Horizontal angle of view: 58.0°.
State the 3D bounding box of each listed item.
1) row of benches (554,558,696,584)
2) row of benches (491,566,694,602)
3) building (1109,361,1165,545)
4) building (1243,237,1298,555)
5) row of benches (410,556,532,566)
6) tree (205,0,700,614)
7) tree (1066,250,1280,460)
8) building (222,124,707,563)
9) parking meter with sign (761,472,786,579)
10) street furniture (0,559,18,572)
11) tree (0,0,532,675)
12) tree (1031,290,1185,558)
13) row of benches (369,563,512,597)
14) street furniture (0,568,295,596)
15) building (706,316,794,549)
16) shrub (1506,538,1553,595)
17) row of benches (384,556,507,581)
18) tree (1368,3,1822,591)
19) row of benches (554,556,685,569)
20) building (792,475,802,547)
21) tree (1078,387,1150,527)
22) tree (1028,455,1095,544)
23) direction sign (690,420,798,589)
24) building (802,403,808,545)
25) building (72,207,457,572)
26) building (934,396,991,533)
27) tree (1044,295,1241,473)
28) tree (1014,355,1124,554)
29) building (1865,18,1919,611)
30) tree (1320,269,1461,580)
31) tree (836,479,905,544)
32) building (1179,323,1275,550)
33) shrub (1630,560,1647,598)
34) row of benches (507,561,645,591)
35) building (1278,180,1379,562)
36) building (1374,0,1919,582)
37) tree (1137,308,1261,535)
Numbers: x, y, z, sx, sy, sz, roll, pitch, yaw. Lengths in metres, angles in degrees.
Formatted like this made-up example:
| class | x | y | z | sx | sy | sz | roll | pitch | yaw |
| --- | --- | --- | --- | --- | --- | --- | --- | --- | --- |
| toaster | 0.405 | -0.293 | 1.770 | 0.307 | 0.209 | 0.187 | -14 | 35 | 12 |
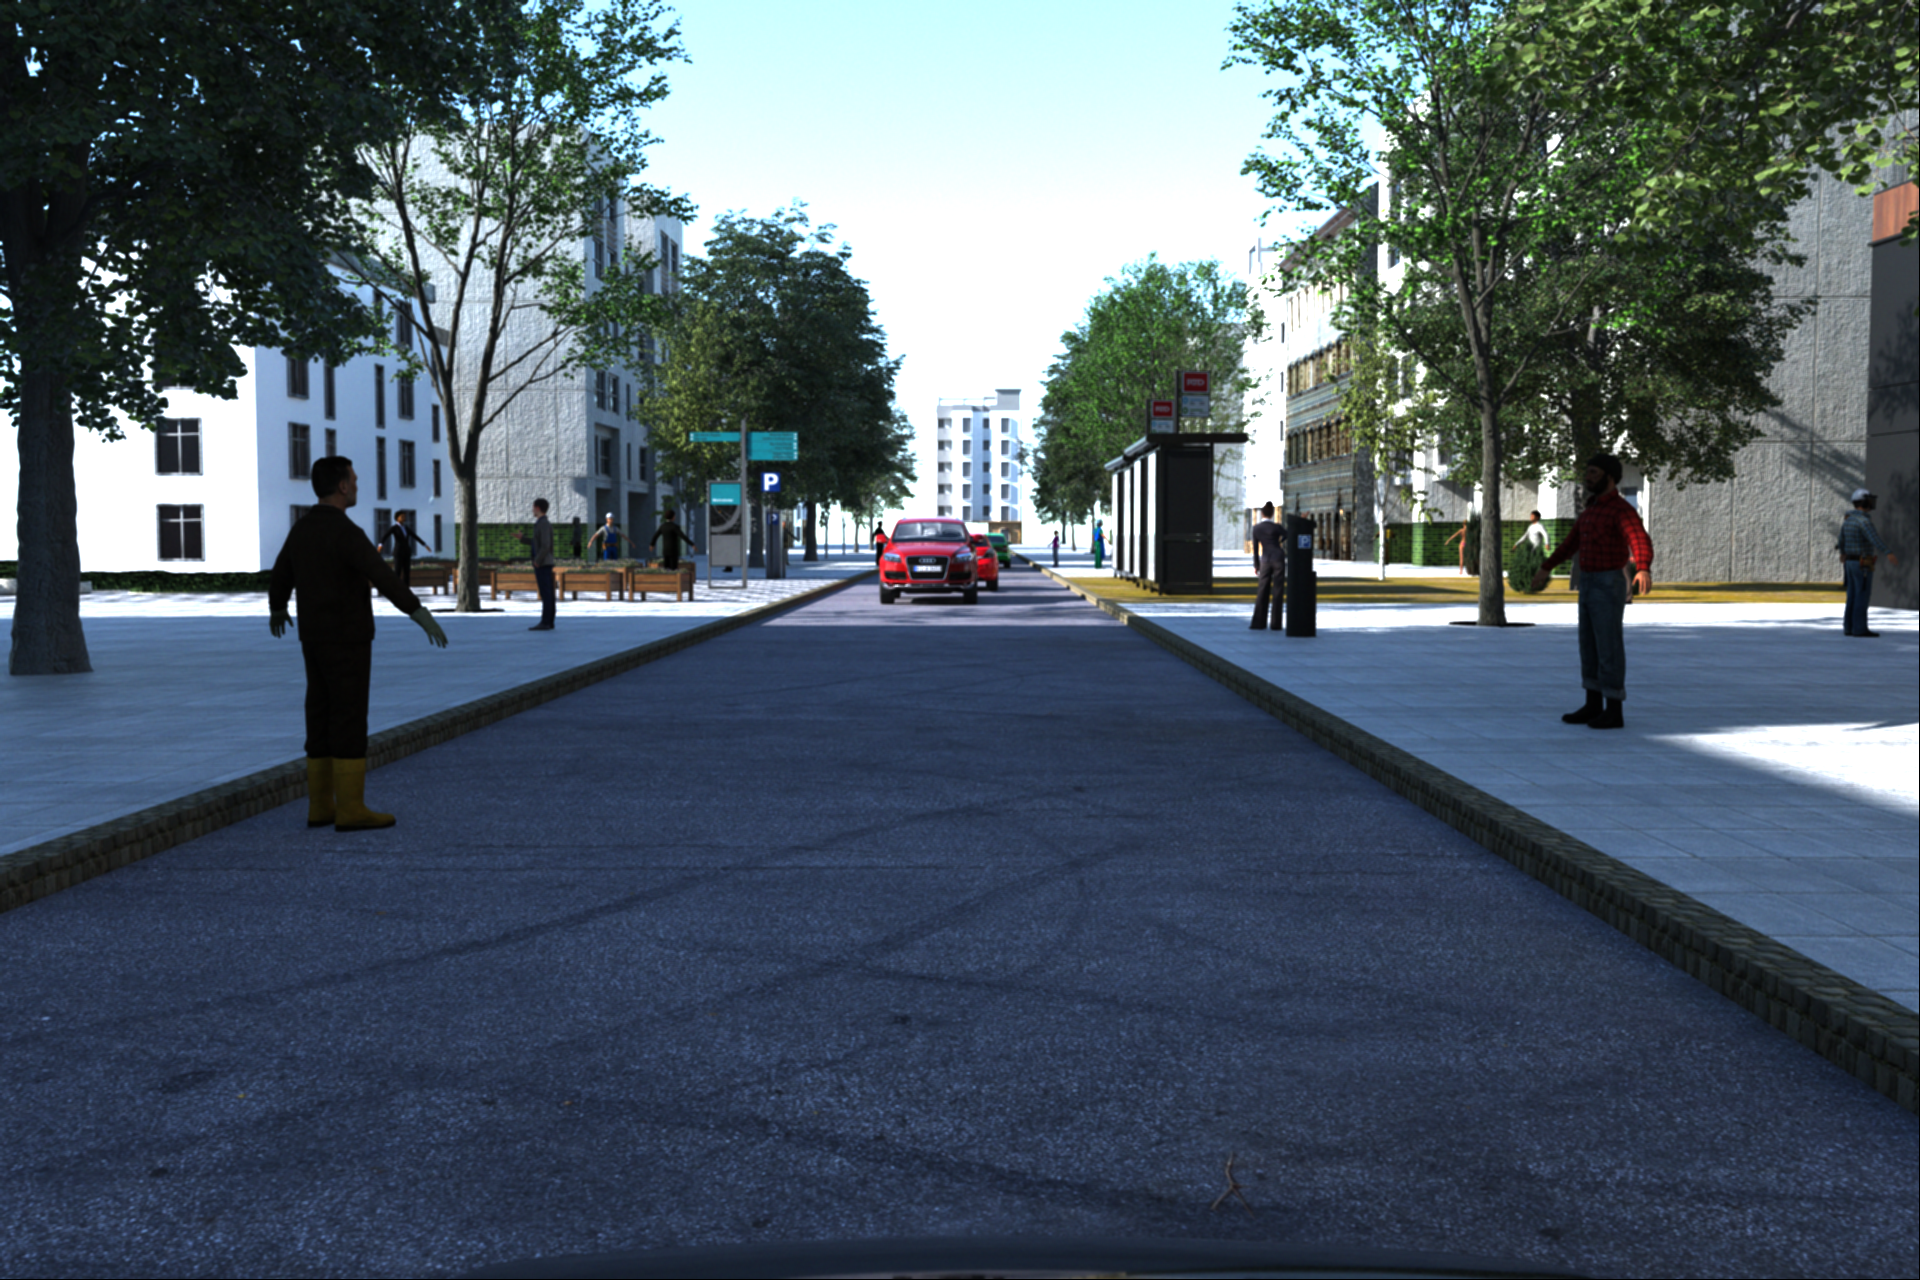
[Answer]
| class | x | y | z | sx | sy | sz | roll | pitch | yaw |
| --- | --- | --- | --- | --- | --- | --- | --- | --- | --- |
| row of benches | -8.743 | -1.747 | 44.033 | 4.104 | 0.672 | 1.422 | -2 | 4 | -32 |
| row of benches | -7.169 | -1.093 | 33.340 | 4.104 | 0.672 | 1.422 | 1 | 4 | 14 |
| building | 25.732 | -19.541 | 185.948 | 16.747 | 18.905 | 31.486 | 0 | 4 | 0 |
| building | 23.535 | -15.598 | 111.441 | 16.016 | 20.090 | 11.380 | 0 | 4 | 1 |
| row of benches | -13.819 | -2.092 | 49.660 | 4.104 | 0.672 | 1.422 | -1 | 4 | -10 |
| tree | -8.095 | -6.255 | 28.032 | 9.928 | 11.665 | 9.643 | 0 | 3 | 0 |
| tree | 7.672 | -8.357 | 62.386 | 9.928 | 11.665 | 9.643 | 0 | 3 | 0 |
| building | -24.289 | -13.723 | 90.823 | 16.747 | 18.905 | 31.486 | 0 | 4 | 1 |
| parking meter with sign | -5.317 | -3.277 | 49.835 | 0.543 | 3.016 | 1.738 | 0 | 4 | 2 |
| street furniture | -31.441 | -2.194 | 51.506 | 5.734 | 0.657 | 10.072 | 0 | 4 | -1 |
| tree | -8.561 | -6.669 | 15.695 | 9.857 | 13.997 | 8.962 | 0 | 3 | 0 |
| tree | 8.446 | -11.356 | 92.326 | 9.857 | 13.997 | 8.962 | 0 | 3 | 0 |
| row of benches | -11.450 | -1.277 | 36.337 | 4.104 | 0.672 | 1.422 | -3 | 5 | -40 |
| street furniture | -18.931 | -1.419 | 38.820 | 10.072 | 0.657 | 5.734 | -1 | 4 | -23 |
| building | -25.286 | -19.815 | 154.911 | 19.493 | 23.208 | 18.063 | 0 | 4 | 2 |
| shrub | 12.064 | -1.563 | 36.680 | 1.383 | 1.207 | 1.383 | 0 | 3 | 0 |
| row of benches | -14.028 | -1.904 | 46.585 | 4.104 | 0.672 | 1.422 | -3 | 5 | -43 |
| tree | 14.157 | -8.105 | 39.164 | 9.857 | 13.997 | 8.962 | 0 | 3 | 0 |
| row of benches | -9.791 | -2.095 | 49.720 | 4.104 | 0.672 | 1.422 | -1 | 4 | -22 |
| building | -21.074 | -14.690 | 182.326 | 9.099 | 9.664 | 28.070 | 0 | 4 | 0 |
| tree | 7.689 | -7.947 | 80.290 | 4.360 | 8.622 | 3.978 | 0 | 3 | 0 |
| tree | 13.642 | -19.502 | 225.505 | 9.857 | 13.997 | 8.962 | 0 | 3 | 0 |
| direction sign | -5.034 | -3.196 | 41.022 | 2.525 | 3.948 | 1.411 | 0 | 4 | 1 |
| building | -23.008 | -20.932 | 198.658 | 16.016 | 20.090 | 11.380 | 0 | 4 | 0 |
| building | -22.231 | -7.128 | 58.694 | 9.099 | 9.664 | 28.070 | 0 | 4 | 2 |
| building | -2.920 | -22.583 | 228.104 | 11.380 | 20.090 | 16.016 | 0 | 4 | -6 |
| tree | 7.489 | -8.937 | 71.878 | 9.928 | 11.665 | 9.643 | 0 | 3 | 0 |
| tree | 8.582 | -12.311 | 111.662 | 12.009 | 13.543 | 11.850 | 0 | 3 | 0 |
| building | 26.383 | -10.390 | 13.850 | 27.936 | 21.610 | 32.646 | 0 | 4 | 1 |
| tree | 11.868 | -5.979 | 48.124 | 4.737 | 8.622 | 4.395 | 0 | 3 | 0 |
| tree | -11.848 | -19.327 | 226.370 | 12.009 | 13.543 | 11.850 | 0 | 3 | 0 |
| building | 28.497 | -17.562 | 153.591 | 16.747 | 18.905 | 31.486 | 0 | 4 | 1 |
| shrub | 13.156 | -1.419 | 34.320 | 1.383 | 1.207 | 1.383 | 0 | 3 | 0 |
| row of benches | -8.860 | -1.508 | 40.125 | 4.104 | 0.672 | 1.422 | 2 | 4 | 35 |
| building | 27.453 | -15.734 | 88.174 | 19.493 | 23.208 | 18.063 | 0 | 4 | 0 |
| building | 26.775 | -11.910 | 61.187 | 16.747 | 18.905 | 31.486 | 0 | 4 | 0 |
| tree | 7.867 | -6.493 | 56.521 | 4.360 | 8.622 | 3.978 | 0 | 3 | 0 |
